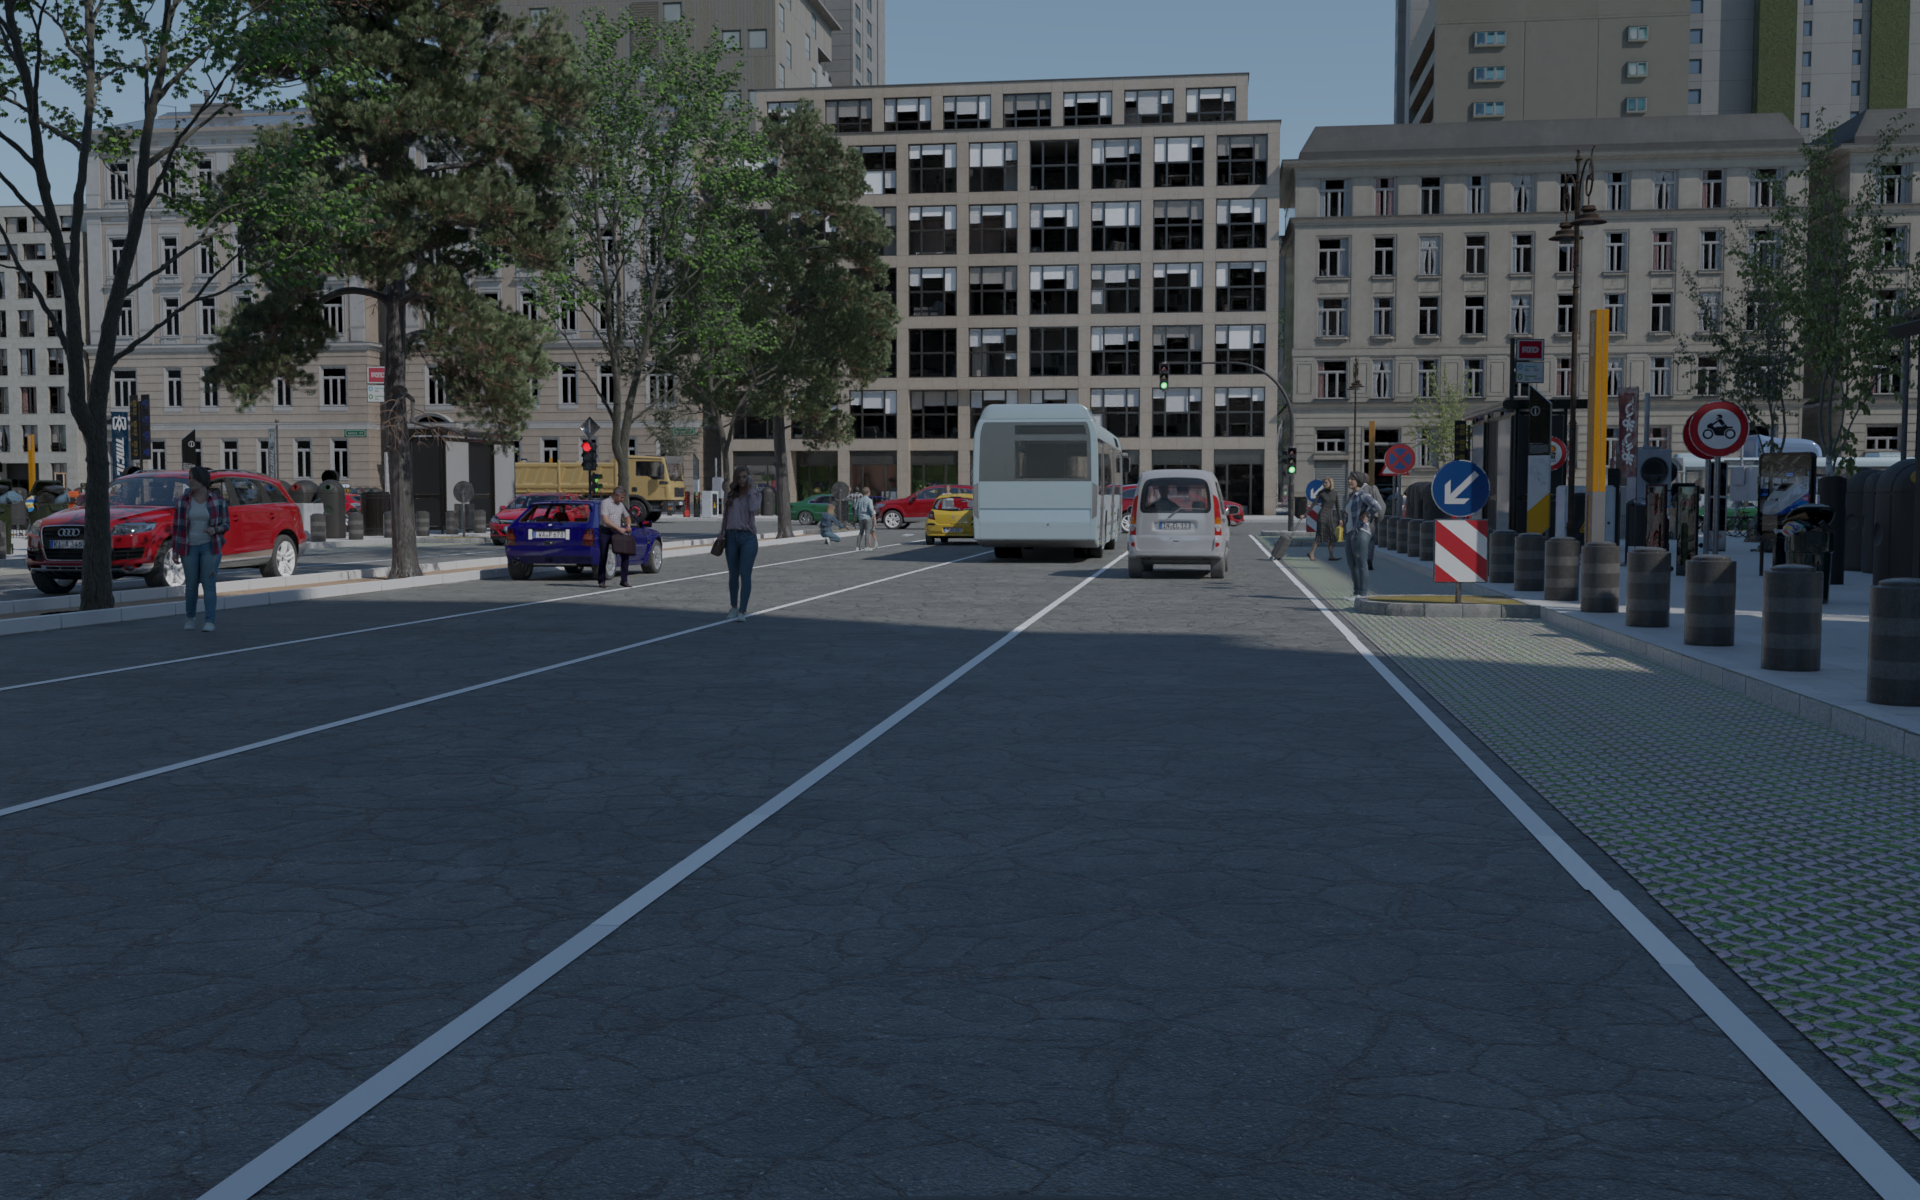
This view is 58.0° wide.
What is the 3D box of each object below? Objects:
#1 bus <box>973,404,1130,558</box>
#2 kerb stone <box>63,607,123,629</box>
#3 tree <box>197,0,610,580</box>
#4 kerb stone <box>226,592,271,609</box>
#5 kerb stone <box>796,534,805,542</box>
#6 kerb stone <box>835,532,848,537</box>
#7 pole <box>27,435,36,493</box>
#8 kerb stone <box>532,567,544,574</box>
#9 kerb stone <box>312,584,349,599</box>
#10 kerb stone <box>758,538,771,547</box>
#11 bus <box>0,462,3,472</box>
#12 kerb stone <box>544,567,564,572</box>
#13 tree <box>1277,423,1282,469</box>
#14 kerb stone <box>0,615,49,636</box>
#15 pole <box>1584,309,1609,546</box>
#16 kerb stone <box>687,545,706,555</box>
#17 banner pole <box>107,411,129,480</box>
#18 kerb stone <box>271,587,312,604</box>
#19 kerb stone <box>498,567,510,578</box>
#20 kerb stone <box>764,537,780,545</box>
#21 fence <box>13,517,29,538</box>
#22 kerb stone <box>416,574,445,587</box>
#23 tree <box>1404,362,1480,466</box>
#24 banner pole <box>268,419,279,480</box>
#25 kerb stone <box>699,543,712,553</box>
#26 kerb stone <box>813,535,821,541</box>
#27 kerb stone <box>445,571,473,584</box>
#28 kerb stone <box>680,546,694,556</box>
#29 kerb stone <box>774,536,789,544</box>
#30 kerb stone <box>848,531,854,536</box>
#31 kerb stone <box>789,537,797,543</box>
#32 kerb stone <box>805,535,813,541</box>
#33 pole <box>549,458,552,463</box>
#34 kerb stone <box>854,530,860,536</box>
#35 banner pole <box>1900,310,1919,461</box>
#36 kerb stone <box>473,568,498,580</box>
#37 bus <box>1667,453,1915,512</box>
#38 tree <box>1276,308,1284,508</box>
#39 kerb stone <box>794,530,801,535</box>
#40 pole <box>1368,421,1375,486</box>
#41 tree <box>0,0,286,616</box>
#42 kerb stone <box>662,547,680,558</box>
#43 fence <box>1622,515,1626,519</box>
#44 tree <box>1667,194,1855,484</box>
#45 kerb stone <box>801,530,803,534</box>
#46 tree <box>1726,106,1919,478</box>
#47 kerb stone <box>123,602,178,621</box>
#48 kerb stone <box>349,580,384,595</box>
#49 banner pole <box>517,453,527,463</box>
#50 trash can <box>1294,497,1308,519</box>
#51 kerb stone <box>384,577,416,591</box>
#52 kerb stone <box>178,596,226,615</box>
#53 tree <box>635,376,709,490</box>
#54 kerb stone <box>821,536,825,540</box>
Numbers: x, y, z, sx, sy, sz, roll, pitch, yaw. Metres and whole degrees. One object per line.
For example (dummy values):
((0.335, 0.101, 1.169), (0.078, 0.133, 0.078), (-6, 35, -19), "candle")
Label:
((2.420, -2.881, 41.962), (2.948, 3.499, 13.247), (0, 4, 8), "bus")
((-9.543, 0.200, 18.937), (0.120, 0.150, 1.000), (1, 4, 8), "kerb stone")
((-9.290, -6.354, 28.397), (6.751, 12.117, 7.091), (0, 3, 0), "tree")
((-9.102, 0.013, 21.985), (0.120, 0.150, 1.000), (1, 4, 8), "kerb stone")
((-4.846, -1.792, 51.500), (0.120, 0.150, 1.000), (1, 4, 8), "kerb stone")
((-3.970, -2.166, 57.611), (0.120, 0.150, 1.000), (1, 4, 8), "kerb stone")
((-31.928, -4.022, 59.608), (0.158, 3.312, 0.155), (0, 3, 0), "pole")
((-7.782, -0.547, 31.145), (0.120, 0.150, 1.000), (1, 4, 8), "kerb stone")
((-8.810, -0.112, 24.029), (0.120, 0.150, 1.000), (1, 4, 8), "kerb stone")
((-5.437, -1.538, 47.430), (0.120, 0.150, 1.000), (1, 4, 8), "kerb stone")
((-46.298, -4.928, 72.119), (12.252, 3.916, 2.896), (1, 4, 10), "bus")
((-7.635, -0.610, 32.165), (0.120, 0.150, 1.000), (1, 4, 8), "kerb stone")
((36.375, -17.588, 213.311), (9.928, 11.665, 9.643), (0, 3, 0), "tree")
((-9.689, 0.262, 17.919), (0.120, 0.150, 1.000), (1, 4, 8), "kerb stone")
((7.068, -1.553, 19.243), (0.158, 3.312, 0.155), (0, 3, 0), "pole")
((-6.314, -1.170, 41.330), (0.120, 0.150, 1.000), (1, 4, 8), "kerb stone")
((-22.538, -3.436, 46.201), (0.401, 3.779, 0.863), (3, 4, 36), "banner pole")
((-8.954, -0.050, 23.009), (0.120, 0.150, 1.000), (1, 4, 8), "kerb stone")
((-7.924, -0.485, 30.129), (0.120, 0.150, 1.000), (1, 4, 8), "kerb stone")
((-5.288, -1.606, 48.451), (0.120, 0.150, 1.000), (1, 4, 8), "kerb stone")
((-23.760, -1.776, 44.410), (2.069, 0.683, 0.278), (-2, 4, -32), "fence")
((-8.371, -0.299, 27.076), (0.120, 0.150, 1.000), (1, 4, 8), "kerb stone")
((26.900, -8.893, 95.761), (4.737, 8.622, 4.395), (0, 3, 0), "tree")
((-22.986, -4.164, 58.099), (0.863, 3.779, 0.401), (3, 5, 43), "banner pole")
((-6.170, -1.232, 42.345), (0.120, 0.150, 1.000), (1, 4, 8), "kerb stone")
((-4.557, -1.917, 53.532), (0.120, 0.150, 1.000), (1, 4, 8), "kerb stone")
((-8.218, -0.358, 28.098), (0.120, 0.150, 1.000), (1, 4, 8), "kerb stone")
((-6.460, -1.104, 40.305), (0.120, 0.150, 1.000), (1, 4, 8), "kerb stone")
((-5.138, -1.668, 49.466), (0.120, 0.150, 1.000), (1, 4, 8), "kerb stone")
((-3.832, -2.227, 58.633), (0.120, 0.150, 1.000), (1, 4, 8), "kerb stone")
((-4.999, -1.730, 50.482), (0.120, 0.150, 1.000), (1, 4, 8), "kerb stone")
((-4.700, -1.854, 52.516), (0.120, 0.150, 1.000), (1, 4, 8), "kerb stone")
((-22.914, -6.316, 97.103), (0.158, 3.312, 0.155), (0, 3, 0), "pole")
((-3.681, -2.291, 59.657), (0.120, 0.150, 1.000), (1, 4, 8), "kerb stone")
((13.094, -2.056, 23.628), (0.863, 3.779, 0.401), (0, 4, -5), "banner pole")
((-8.076, -0.423, 29.114), (0.120, 0.150, 1.000), (1, 4, 8), "kerb stone")
((35.843, -4.816, 73.608), (13.247, 3.499, 2.948), (0, 4, 7), "bus")
((26.921, -18.304, 155.157), (12.611, 20.169, 13.585), (0, 3, 0), "tree")
((-5.766, -2.303, 59.945), (0.120, 0.150, 1.000), (1, 4, 8), "kerb stone")
((11.495, -3.336, 48.395), (0.158, 3.312, 0.155), (0, 3, 0), "pole")
((-10.120, -5.614, 19.999), (9.928, 11.665, 9.643), (0, 3, 0), "tree")
((-6.610, -1.046, 39.290), (0.120, 0.150, 1.000), (1, 4, 8), "kerb stone")
((17.855, -2.004, 48.145), (2.069, 0.683, 0.278), (-1, 4, -19), "fence")
((19.552, -5.605, 42.011), (4.360, 8.622, 3.978), (0, 3, 0), "tree")
((-5.615, -2.371, 60.959), (0.120, 0.150, 1.000), (1, 4, 8), "kerb stone")
((17.207, -5.091, 33.605), (4.737, 8.622, 4.395), (0, 3, 0), "tree")
((-9.396, 0.137, 19.952), (0.120, 0.150, 1.000), (1, 4, 8), "kerb stone")
((-8.666, -0.173, 25.045), (0.120, 0.150, 1.000), (1, 4, 8), "kerb stone")
((-27.036, -7.150, 106.922), (0.401, 3.779, 0.863), (3, 5, 44), "banner pole")
((18.961, -5.195, 96.584), (0.748, 1.137, 0.748), (0, 3, 0), "trash can")
((-8.513, -0.231, 26.060), (0.120, 0.150, 1.000), (1, 4, 8), "kerb stone")
((-9.252, 0.077, 20.970), (0.120, 0.150, 1.000), (1, 4, 8), "kerb stone")
((-17.486, -9.444, 104.768), (4.360, 8.622, 3.978), (0, 3, 0), "tree")
((-4.408, -1.978, 54.547), (0.120, 0.150, 1.000), (1, 4, 8), "kerb stone")
